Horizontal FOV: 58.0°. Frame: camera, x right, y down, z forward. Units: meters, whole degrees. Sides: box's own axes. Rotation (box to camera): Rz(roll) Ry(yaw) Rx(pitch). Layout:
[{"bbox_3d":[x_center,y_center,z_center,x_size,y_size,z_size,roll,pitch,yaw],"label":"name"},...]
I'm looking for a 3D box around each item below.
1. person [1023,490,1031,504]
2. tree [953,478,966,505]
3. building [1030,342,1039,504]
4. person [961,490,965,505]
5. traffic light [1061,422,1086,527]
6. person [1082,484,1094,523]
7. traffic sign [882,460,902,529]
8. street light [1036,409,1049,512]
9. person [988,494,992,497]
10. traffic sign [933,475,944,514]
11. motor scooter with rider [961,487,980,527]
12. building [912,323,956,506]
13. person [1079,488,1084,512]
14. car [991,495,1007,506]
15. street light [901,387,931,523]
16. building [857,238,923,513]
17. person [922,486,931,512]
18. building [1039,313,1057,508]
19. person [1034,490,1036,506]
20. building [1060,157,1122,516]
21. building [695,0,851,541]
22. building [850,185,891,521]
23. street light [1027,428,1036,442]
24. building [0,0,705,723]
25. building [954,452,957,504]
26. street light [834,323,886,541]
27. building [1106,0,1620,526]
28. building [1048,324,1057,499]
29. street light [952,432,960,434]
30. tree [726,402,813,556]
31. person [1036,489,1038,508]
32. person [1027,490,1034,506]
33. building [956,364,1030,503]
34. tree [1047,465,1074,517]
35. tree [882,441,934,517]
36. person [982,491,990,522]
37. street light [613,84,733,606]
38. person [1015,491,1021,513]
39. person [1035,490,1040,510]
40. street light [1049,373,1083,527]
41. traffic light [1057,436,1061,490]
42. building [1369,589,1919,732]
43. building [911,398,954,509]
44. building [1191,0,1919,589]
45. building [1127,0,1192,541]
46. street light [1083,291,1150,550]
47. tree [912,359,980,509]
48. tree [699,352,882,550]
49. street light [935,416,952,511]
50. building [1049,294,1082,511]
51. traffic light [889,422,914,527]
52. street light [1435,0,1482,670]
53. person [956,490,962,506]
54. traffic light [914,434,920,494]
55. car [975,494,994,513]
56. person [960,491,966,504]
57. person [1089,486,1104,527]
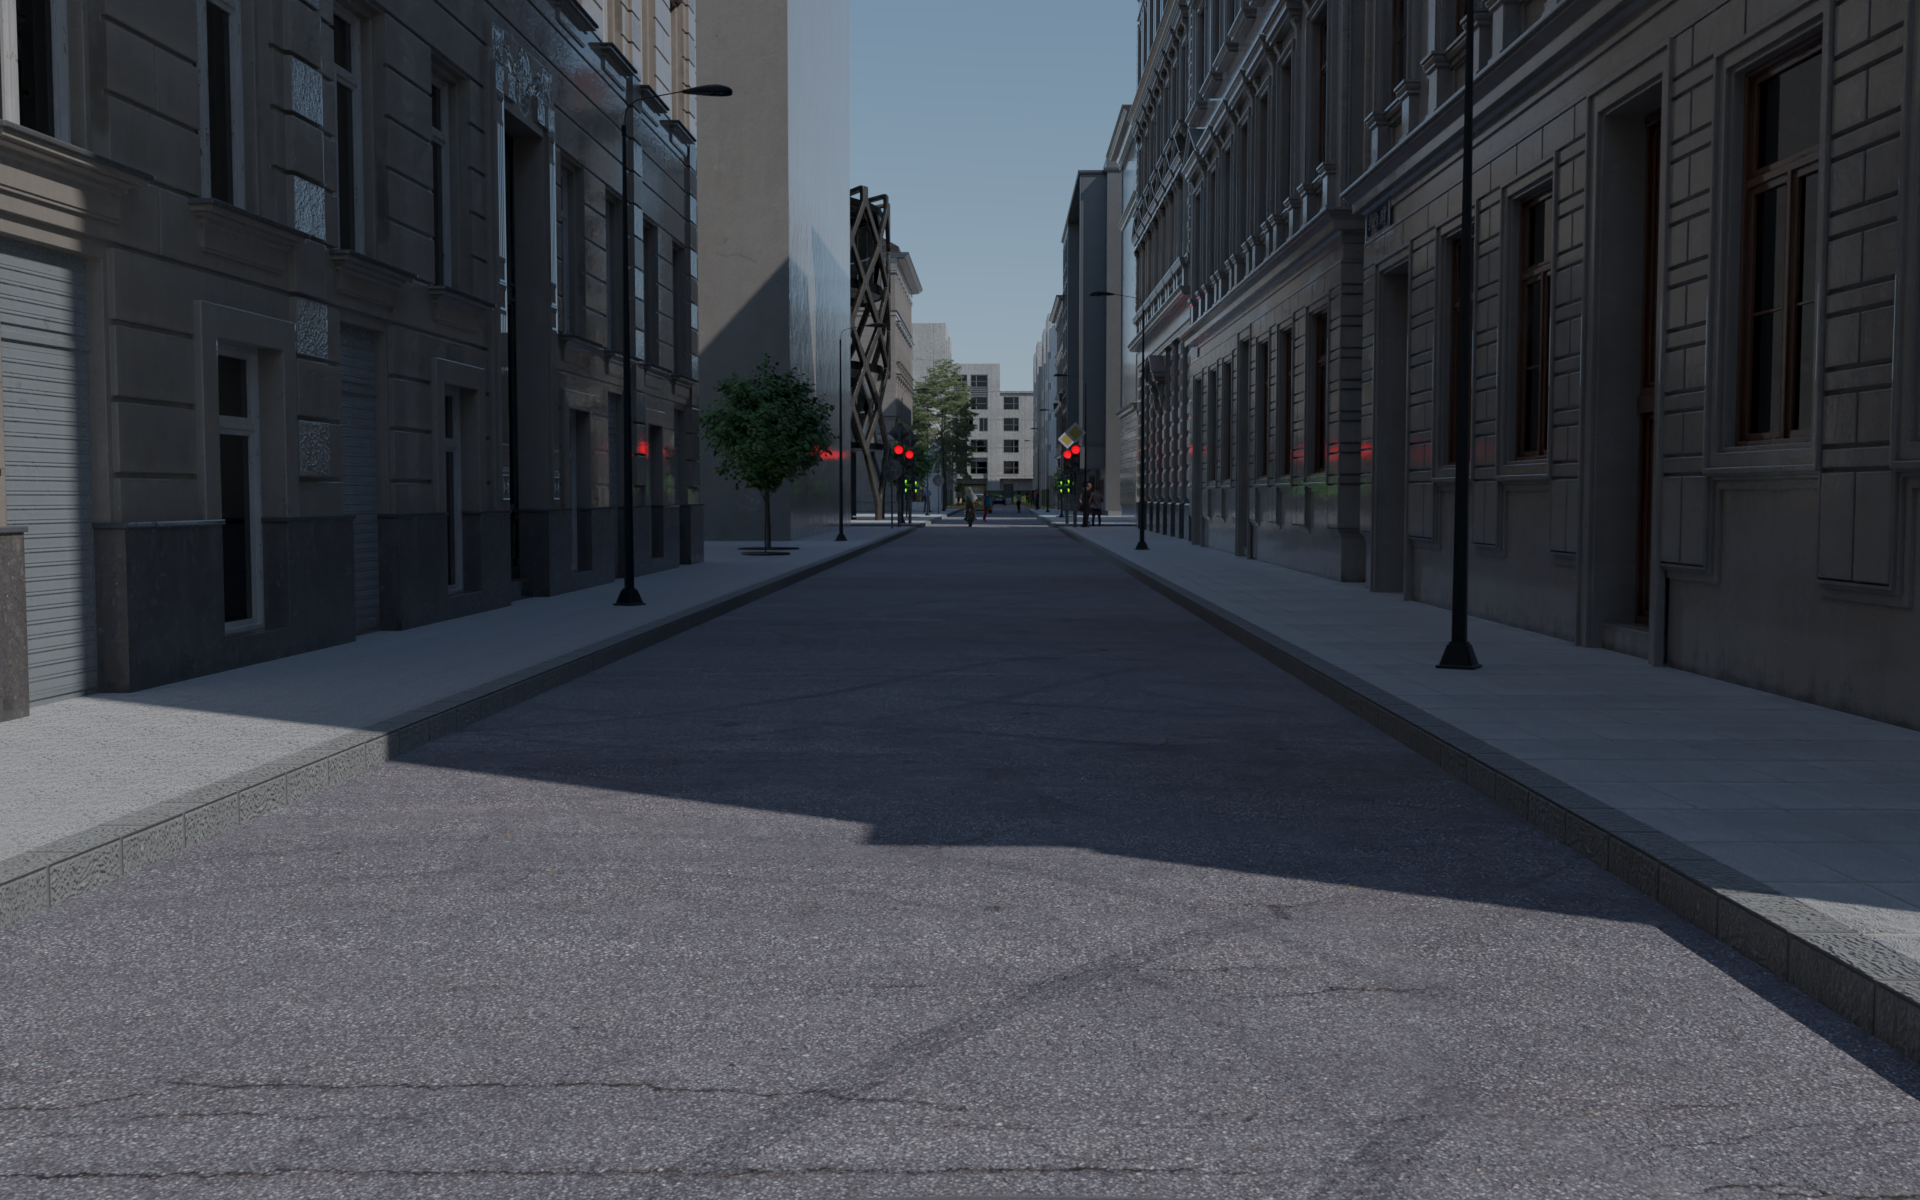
[{"bbox_3d":[8.673,-13.326,224.052,1.348,1.807,0.705,-1,4,-11],"label":"person"},{"bbox_3d":[-0.011,-13.335,212.635,1.663,3.219,1.824,0,3,0],"label":"tree"},{"bbox_3d":[17.515,-20.970,209.312,16.747,18.905,31.486,0,4,1],"label":"building"},{"bbox_3d":[0.327,-12.184,205.255,1.348,1.823,0.705,2,4,34],"label":"person"},{"bbox_3d":[4.428,-4.745,66.819,0.839,4.213,0.868,0,4,1],"label":"traffic light"},{"bbox_3d":[5.579,-4.204,75.465,0.565,1.739,0.600,3,4,37],"label":"person"},{"bbox_3d":[-2.523,-3.920,64.205,0.768,2.556,0.104,0,4,7],"label":"traffic sign"},{"bbox_3d":[5.012,-7.455,94.424,1.470,5.913,1.316,0,4,1],"label":"street light"},{"bbox_3d":[3.005,-11.037,189.678,1.217,1.735,0.721,0,4,5],"label":"person"},{"bbox_3d":[-1.403,-6.893,112.805,0.768,2.556,0.104,0,4,3],"label":"traffic sign"},{"bbox_3d":[0.487,-4.094,75.898,0.876,1.779,1.986,0,4,2],"label":"motor scooter with rider"},{"bbox_3d":[-9.528,-20.101,195.113,16.747,18.905,31.486,0,4,1],"label":"building"},{"bbox_3d":[5.553,-4.186,76.698,0.614,1.554,0.590,3,5,45],"label":"person"},{"bbox_3d":[4.721,-12.130,210.899,1.945,1.354,3.894,0,4,1],"label":"car"},{"bbox_3d":[-1.981,-6.300,75.546,1.470,5.913,1.316,0,4,1],"label":"street light"},{"bbox_3d":[-8.717,-16.432,119.570,10.553,20.767,40.483,0,4,1],"label":"building"},{"bbox_3d":[-2.273,-7.030,120.860,0.709,1.838,0.599,0,4,8],"label":"person"},{"bbox_3d":[17.144,-19.048,177.886,16.747,18.905,31.486,0,4,1],"label":"building"},{"bbox_3d":[8.029,-10.729,182.179,0.721,1.743,1.217,0,4,5],"label":"person"},{"bbox_3d":[14.360,-18.134,115.555,14.314,24.678,30.058,0,4,1],"label":"building"},{"bbox_3d":[-21.399,-15.408,56.445,34.151,26.468,19.350,0,4,1],"label":"building"},{"bbox_3d":[-11.880,-13.293,84.789,16.820,18.784,16.811,0,4,1],"label":"building"},{"bbox_3d":[5.622,-9.111,121.505,1.470,5.913,1.316,0,4,1],"label":"street light"},{"bbox_3d":[-10.763,-13.624,20.016,12.463,27.353,25.104,0,4,1],"label":"building"},{"bbox_3d":[-14.428,-17.112,221.920,28.070,9.664,9.099,0,4,1],"label":"building"},{"bbox_3d":[-2.707,-4.562,47.138,1.470,5.913,1.316,0,4,1],"label":"street light"},{"bbox_3d":[17.699,-14.962,80.788,21.152,22.565,11.583,0,4,1],"label":"building"},{"bbox_3d":[16.084,-18.352,156.474,16.016,20.091,11.380,0,4,1],"label":"building"},{"bbox_3d":[-0.686,-9.647,130.269,1.470,5.913,1.316,0,4,1],"label":"street light"},{"bbox_3d":[-4.200,-2.568,36.591,1.663,3.219,1.824,0,3,0],"label":"tree"},{"bbox_3d":[7.023,-9.342,159.491,0.721,1.736,1.217,0,4,2],"label":"person"},{"bbox_3d":[7.921,-11.189,189.673,1.217,1.739,0.721,-1,4,-18],"label":"person"},{"bbox_3d":[-2.828,-23.044,243.219,31.486,18.905,16.747,0,4,1],"label":"building"},{"bbox_3d":[5.990,-6.299,97.586,1.663,3.219,1.824,0,3,0],"label":"tree"},{"bbox_3d":[-2.966,-6.858,95.849,4.285,4.588,4.351,0,3,0],"label":"tree"},{"bbox_3d":[1.346,-4.819,89.003,0.593,1.614,0.444,-3,5,-40],"label":"person"},{"bbox_3d":[-3.276,-2.891,19.807,1.470,5.913,1.316,0,4,1],"label":"street light"},{"bbox_3d":[4.423,-7.442,131.643,0.517,1.644,0.566,1,4,13],"label":"person"},{"bbox_3d":[6.211,-8.019,138.625,0.415,1.643,0.593,0,4,1],"label":"person"},{"bbox_3d":[4.301,-5.766,66.807,1.470,5.913,1.316,0,4,1],"label":"street light"},{"bbox_3d":[4.611,-5.233,74.802,0.839,4.213,0.868,0,4,1],"label":"traffic light"},{"bbox_3d":[10.226,-10.813,12.949,11.583,22.565,21.152,0,4,1],"label":"building"},{"bbox_3d":[-5.760,-13.638,165.128,9.099,9.664,28.070,0,4,1],"label":"building"},{"bbox_3d":[10.705,-12.104,34.056,11.583,22.565,21.152,0,4,1],"label":"building"},{"bbox_3d":[11.201,-13.855,55.405,11.050,23.489,19.941,0,4,1],"label":"building"},{"bbox_3d":[3.650,-4.109,39.727,1.470,5.913,1.316,0,4,1],"label":"street light"},{"bbox_3d":[-1.649,-13.901,145.410,7.486,12.596,7.792,0,3,0],"label":"tree"},{"bbox_3d":[-4.488,-3.458,40.259,4.285,4.588,4.351,0,3,0],"label":"tree"},{"bbox_3d":[-1.384,-7.956,102.627,1.470,5.913,1.316,0,4,1],"label":"street light"},{"bbox_3d":[12.743,-16.866,140.394,10.561,19.102,19.286,0,4,1],"label":"building"},{"bbox_3d":[-2.332,-4.753,66.957,0.839,4.213,0.868,0,4,1],"label":"traffic light"},{"bbox_3d":[3.147,-2.453,12.644,1.470,5.913,1.316,0,4,1],"label":"street light"},{"bbox_3d":[-0.104,-11.225,190.355,0.721,1.735,1.217,-3,4,-36],"label":"person"},{"bbox_3d":[-2.149,-5.241,74.940,0.839,4.213,0.868,0,4,1],"label":"traffic light"},{"bbox_3d":[1.550,-7.329,130.052,2.015,1.641,3.980,0,4,3],"label":"car"},{"bbox_3d":[0.650,-13.536,229.447,1.348,1.869,0.705,1,4,22],"label":"person"},{"bbox_3d":[5.572,-3.779,70.809,0.617,1.759,0.750,0,4,4],"label":"person"}]
